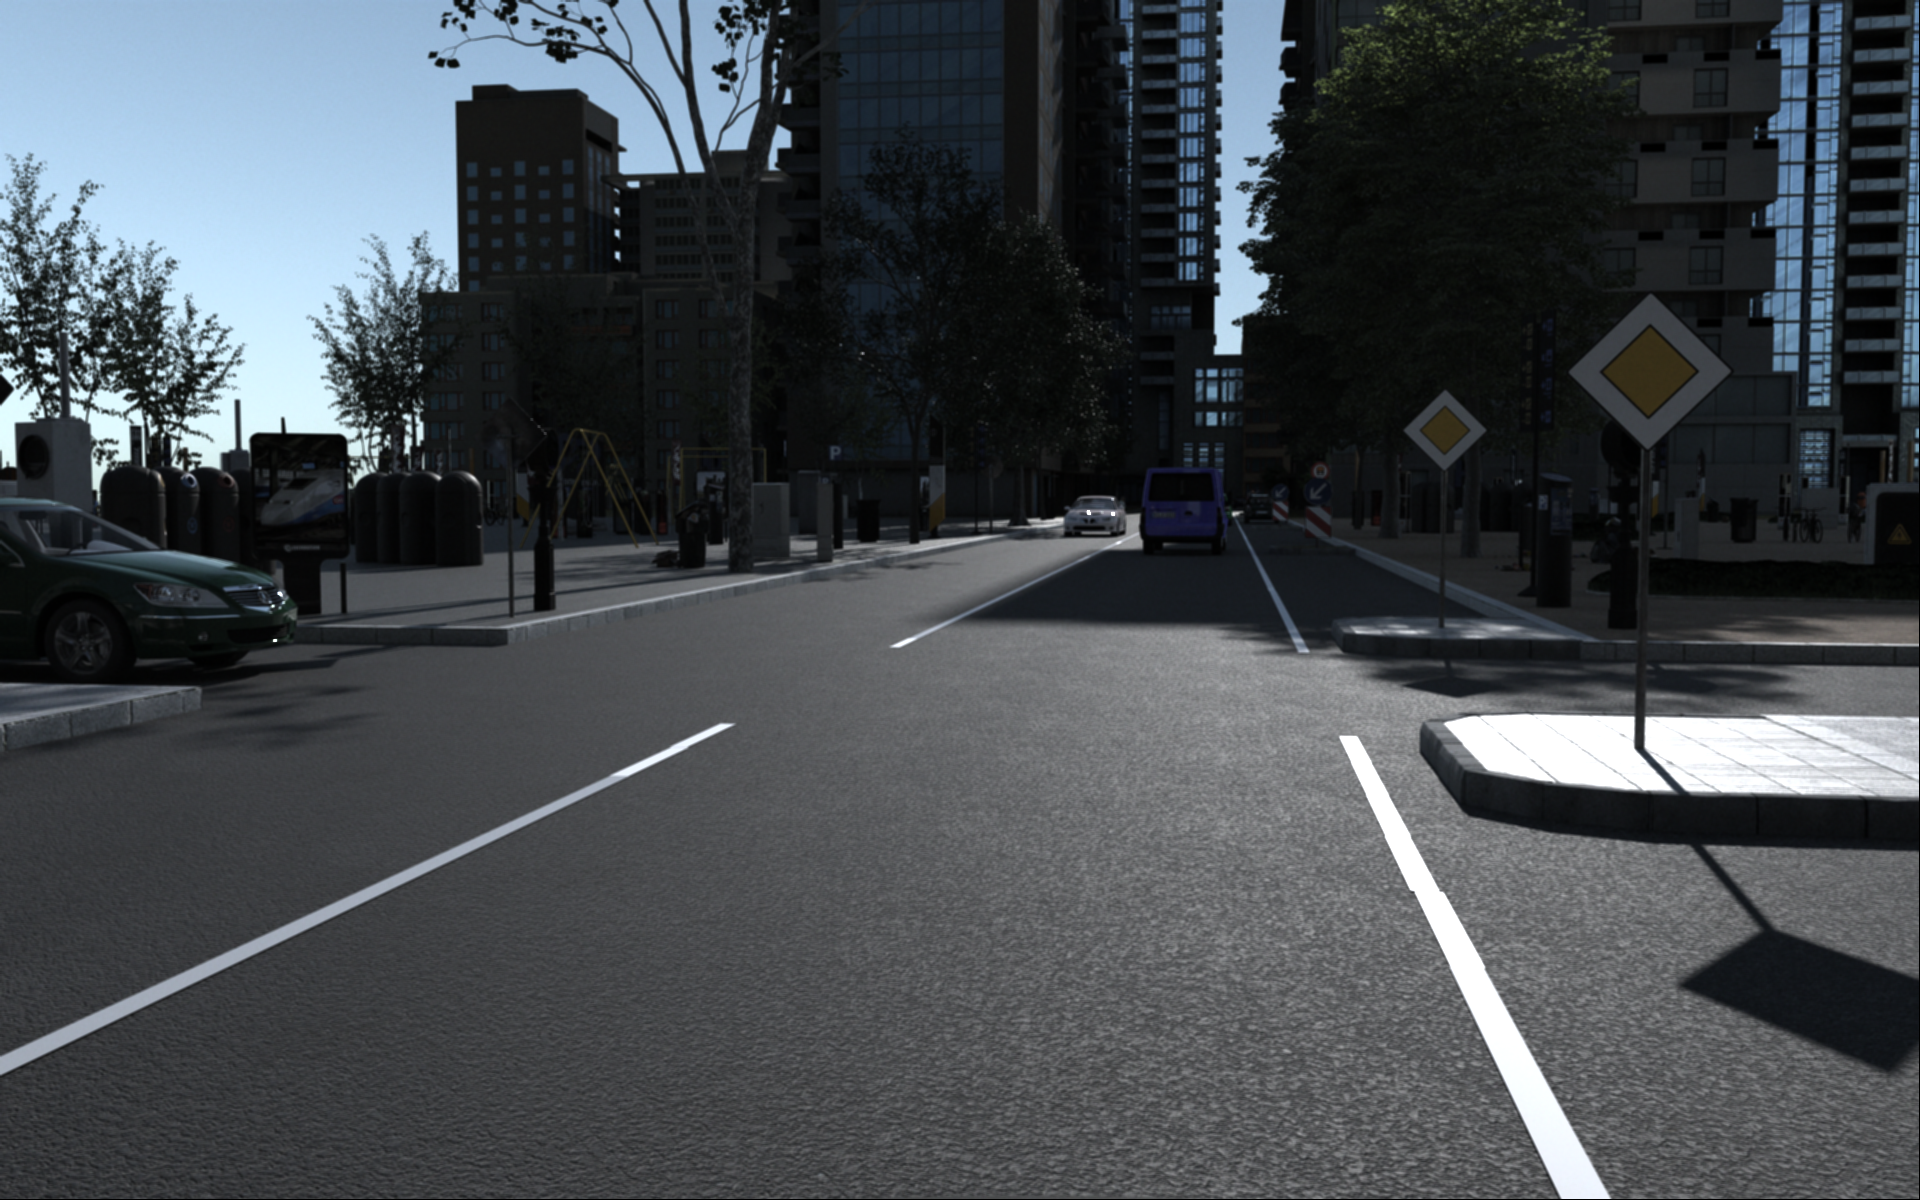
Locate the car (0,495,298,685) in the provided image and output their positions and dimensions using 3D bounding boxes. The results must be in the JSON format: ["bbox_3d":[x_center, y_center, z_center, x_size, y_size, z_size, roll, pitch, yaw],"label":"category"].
[{"bbox_3d":[-7.834,-0.138,14.047,4.920,1.459,2.131,1,4,10],"label":"car"}]

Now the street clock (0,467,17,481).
[{"bbox_3d":[-25.222,-2.537,46.058,0.471,2.002,0.358,0,4,-5],"label":"street clock"}]

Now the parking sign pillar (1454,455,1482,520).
[{"bbox_3d":[25.578,-6.038,87.192,1.447,3.967,1.447,2,4,32],"label":"parking sign pillar"}]

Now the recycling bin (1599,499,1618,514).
[{"bbox_3d":[32.591,-4.556,87.043,0.722,1.027,0.722,-3,5,-39],"label":"recycling bin"}]

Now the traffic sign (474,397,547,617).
[{"bbox_3d":[-4.667,-0.877,17.984,0.795,2.450,0.064,1,4,9],"label":"traffic sign"}]

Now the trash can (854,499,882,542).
[{"bbox_3d":[-2.447,-2.115,46.228,0.748,1.137,0.748,0,3,0],"label":"trash can"}]

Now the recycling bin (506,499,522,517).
[{"bbox_3d":[-24.534,-5.079,95.588,0.722,1.027,0.722,2,4,24],"label":"recycling bin"}]

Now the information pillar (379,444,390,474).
[{"bbox_3d":[-27.100,-5.521,81.617,0.504,3.616,0.183,0,4,3],"label":"information pillar"}]

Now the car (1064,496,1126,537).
[{"bbox_3d":[4.715,-2.918,60.064,2.083,1.381,4.827,1,4,10],"label":"car"}]

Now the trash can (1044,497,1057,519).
[{"bbox_3d":[4.617,-4.731,89.003,0.748,1.137,0.748,0,3,0],"label":"trash can"}]

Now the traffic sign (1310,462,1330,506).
[{"bbox_3d":[14.131,-4.149,67.947,0.768,2.556,0.104,1,4,18],"label":"traffic sign"}]

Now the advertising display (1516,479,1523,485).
[{"bbox_3d":[24.590,-4.355,76.426,0.123,1.923,0.974,3,4,36],"label":"advertising display"}]

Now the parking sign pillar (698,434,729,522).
[{"bbox_3d":[-11.307,-5.530,78.884,1.447,3.967,1.447,2,4,34],"label":"parking sign pillar"}]

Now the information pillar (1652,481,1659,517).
[{"bbox_3d":[25.894,-4.492,64.805,0.504,3.616,0.183,-1,4,-9],"label":"information pillar"}]

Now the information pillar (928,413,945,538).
[{"bbox_3d":[-0.675,-3.595,50.126,0.504,3.616,0.183,2,4,28],"label":"information pillar"}]

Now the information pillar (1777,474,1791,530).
[{"bbox_3d":[29.629,-3.532,62.240,0.304,2.012,0.304,-2,4,-32],"label":"information pillar"}]

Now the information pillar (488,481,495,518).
[{"bbox_3d":[-25.645,-5.522,94.774,0.304,2.012,0.304,-2,4,-26],"label":"information pillar"}]

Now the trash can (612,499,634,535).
[{"bbox_3d":[-10.731,-2.658,55.114,0.748,1.137,0.748,0,3,0],"label":"trash can"}]

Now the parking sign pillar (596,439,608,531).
[{"bbox_3d":[-13.181,-4.437,61.020,1.447,3.967,1.447,-1,4,-20],"label":"parking sign pillar"}]

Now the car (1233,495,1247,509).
[{"bbox_3d":[26.854,-9.306,164.733,1.945,1.354,3.894,1,4,8],"label":"car"}]

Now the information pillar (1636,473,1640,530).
[{"bbox_3d":[21.278,-3.025,53.959,0.304,2.012,0.304,3,5,44],"label":"information pillar"}]

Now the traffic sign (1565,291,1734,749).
[{"bbox_3d":[3.420,-0.307,8.665,0.795,2.450,0.064,1,4,9],"label":"traffic sign"}]

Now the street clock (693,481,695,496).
[{"bbox_3d":[-14.566,-5.569,95.617,0.358,2.002,0.471,-1,4,-16],"label":"street clock"}]

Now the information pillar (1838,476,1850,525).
[{"bbox_3d":[36.533,-4.103,71.584,0.304,2.012,0.304,-3,5,-43],"label":"information pillar"}]

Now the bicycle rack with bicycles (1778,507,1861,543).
[{"bbox_3d":[23.009,-1.995,45.997,2.852,0.926,2.925,2,4,28],"label":"bicycle rack with bicycles"}]

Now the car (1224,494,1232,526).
[{"bbox_3d":[11.526,-4.311,79.276,1.959,1.807,4.718,0,4,7],"label":"car"}]

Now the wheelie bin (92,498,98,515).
[{"bbox_3d":[-16.863,-1.521,32.772,0.693,1.594,0.980,3,4,38],"label":"wheelie bin"}]

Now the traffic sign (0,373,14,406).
[{"bbox_3d":[-5.865,-0.394,10.089,0.795,2.450,0.064,1,4,9],"label":"traffic sign"}]

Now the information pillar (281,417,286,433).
[{"bbox_3d":[-20.691,-3.775,53.074,0.183,3.616,0.504,-1,4,-16],"label":"information pillar"}]

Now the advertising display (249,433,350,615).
[{"bbox_3d":[-7.015,-0.808,18.427,0.974,1.923,0.123,-2,4,-28],"label":"advertising display"}]

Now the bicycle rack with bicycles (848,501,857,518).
[{"bbox_3d":[-6.234,-4.844,92.583,2.925,0.926,2.852,1,4,12],"label":"bicycle rack with bicycles"}]

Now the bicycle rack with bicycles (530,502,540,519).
[{"bbox_3d":[-22.304,-4.597,88.535,2.852,0.926,2.925,0,4,5],"label":"bicycle rack with bicycles"}]

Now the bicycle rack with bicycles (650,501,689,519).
[{"bbox_3d":[-15.216,-4.617,88.871,2.852,0.926,2.925,-1,4,-21],"label":"bicycle rack with bicycles"}]

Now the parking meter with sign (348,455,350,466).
[{"bbox_3d":[-27.388,-4.900,76.368,0.543,3.016,1.738,0,4,-4],"label":"parking meter with sign"}]

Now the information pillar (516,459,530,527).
[{"bbox_3d":[-17.177,-4.693,68.083,0.504,3.616,0.183,-2,4,-24],"label":"information pillar"}]

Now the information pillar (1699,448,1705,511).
[{"bbox_3d":[37.473,-5.879,87.477,0.183,3.616,0.504,0,4,2],"label":"information pillar"}]

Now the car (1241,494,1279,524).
[{"bbox_3d":[14.805,-4.595,84.906,2.009,1.686,4.222,1,4,10],"label":"car"}]

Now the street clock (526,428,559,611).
[{"bbox_3d":[-4.593,-0.889,19.098,0.358,2.002,0.471,0,4,5],"label":"street clock"}]

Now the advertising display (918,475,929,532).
[{"bbox_3d":[-1.261,-3.323,59.543,0.123,1.923,0.974,1,4,19],"label":"advertising display"}]

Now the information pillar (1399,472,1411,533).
[{"bbox_3d":[14.646,-3.218,57.114,0.304,2.012,0.304,2,4,35],"label":"information pillar"}]

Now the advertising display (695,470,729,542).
[{"bbox_3d":[-6.645,-2.521,46.426,0.974,1.923,0.123,2,4,23],"label":"advertising display"}]

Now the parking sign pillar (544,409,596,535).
[{"bbox_3d":[-12.764,-4.097,55.452,1.447,3.967,1.447,1,4,18],"label":"parking sign pillar"}]

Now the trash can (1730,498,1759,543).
[{"bbox_3d":[20.647,-2.077,45.619,0.748,1.137,0.748,0,3,0],"label":"trash can"}]

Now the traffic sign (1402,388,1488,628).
[{"bbox_3d":[4.618,-0.790,16.560,0.795,2.450,0.064,1,4,9],"label":"traffic sign"}]

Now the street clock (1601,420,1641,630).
[{"bbox_3d":[6.318,-0.727,16.457,0.471,2.002,0.358,-2,4,-30],"label":"street clock"}]

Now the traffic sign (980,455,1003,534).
[{"bbox_3d":[1.006,-3.423,56.074,0.768,2.556,0.104,1,4,11],"label":"traffic sign"}]

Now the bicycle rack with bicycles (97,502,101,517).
[{"bbox_3d":[-46.988,-4.913,93.711,2.852,0.926,2.925,-3,5,-41],"label":"bicycle rack with bicycles"}]

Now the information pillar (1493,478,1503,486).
[{"bbox_3d":[24.201,-4.493,77.957,0.304,2.012,0.304,-1,4,-16],"label":"information pillar"}]

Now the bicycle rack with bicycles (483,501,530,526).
[{"bbox_3d":[-19.864,-3.534,71.167,2.852,0.926,2.925,2,4,32],"label":"bicycle rack with bicycles"}]

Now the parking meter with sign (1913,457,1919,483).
[{"bbox_3d":[44.563,-5.166,80.726,1.738,3.016,0.543,-3,4,-37],"label":"parking meter with sign"}]

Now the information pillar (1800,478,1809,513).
[{"bbox_3d":[37.853,-4.475,77.663,0.304,2.012,0.304,1,4,16],"label":"information pillar"}]
